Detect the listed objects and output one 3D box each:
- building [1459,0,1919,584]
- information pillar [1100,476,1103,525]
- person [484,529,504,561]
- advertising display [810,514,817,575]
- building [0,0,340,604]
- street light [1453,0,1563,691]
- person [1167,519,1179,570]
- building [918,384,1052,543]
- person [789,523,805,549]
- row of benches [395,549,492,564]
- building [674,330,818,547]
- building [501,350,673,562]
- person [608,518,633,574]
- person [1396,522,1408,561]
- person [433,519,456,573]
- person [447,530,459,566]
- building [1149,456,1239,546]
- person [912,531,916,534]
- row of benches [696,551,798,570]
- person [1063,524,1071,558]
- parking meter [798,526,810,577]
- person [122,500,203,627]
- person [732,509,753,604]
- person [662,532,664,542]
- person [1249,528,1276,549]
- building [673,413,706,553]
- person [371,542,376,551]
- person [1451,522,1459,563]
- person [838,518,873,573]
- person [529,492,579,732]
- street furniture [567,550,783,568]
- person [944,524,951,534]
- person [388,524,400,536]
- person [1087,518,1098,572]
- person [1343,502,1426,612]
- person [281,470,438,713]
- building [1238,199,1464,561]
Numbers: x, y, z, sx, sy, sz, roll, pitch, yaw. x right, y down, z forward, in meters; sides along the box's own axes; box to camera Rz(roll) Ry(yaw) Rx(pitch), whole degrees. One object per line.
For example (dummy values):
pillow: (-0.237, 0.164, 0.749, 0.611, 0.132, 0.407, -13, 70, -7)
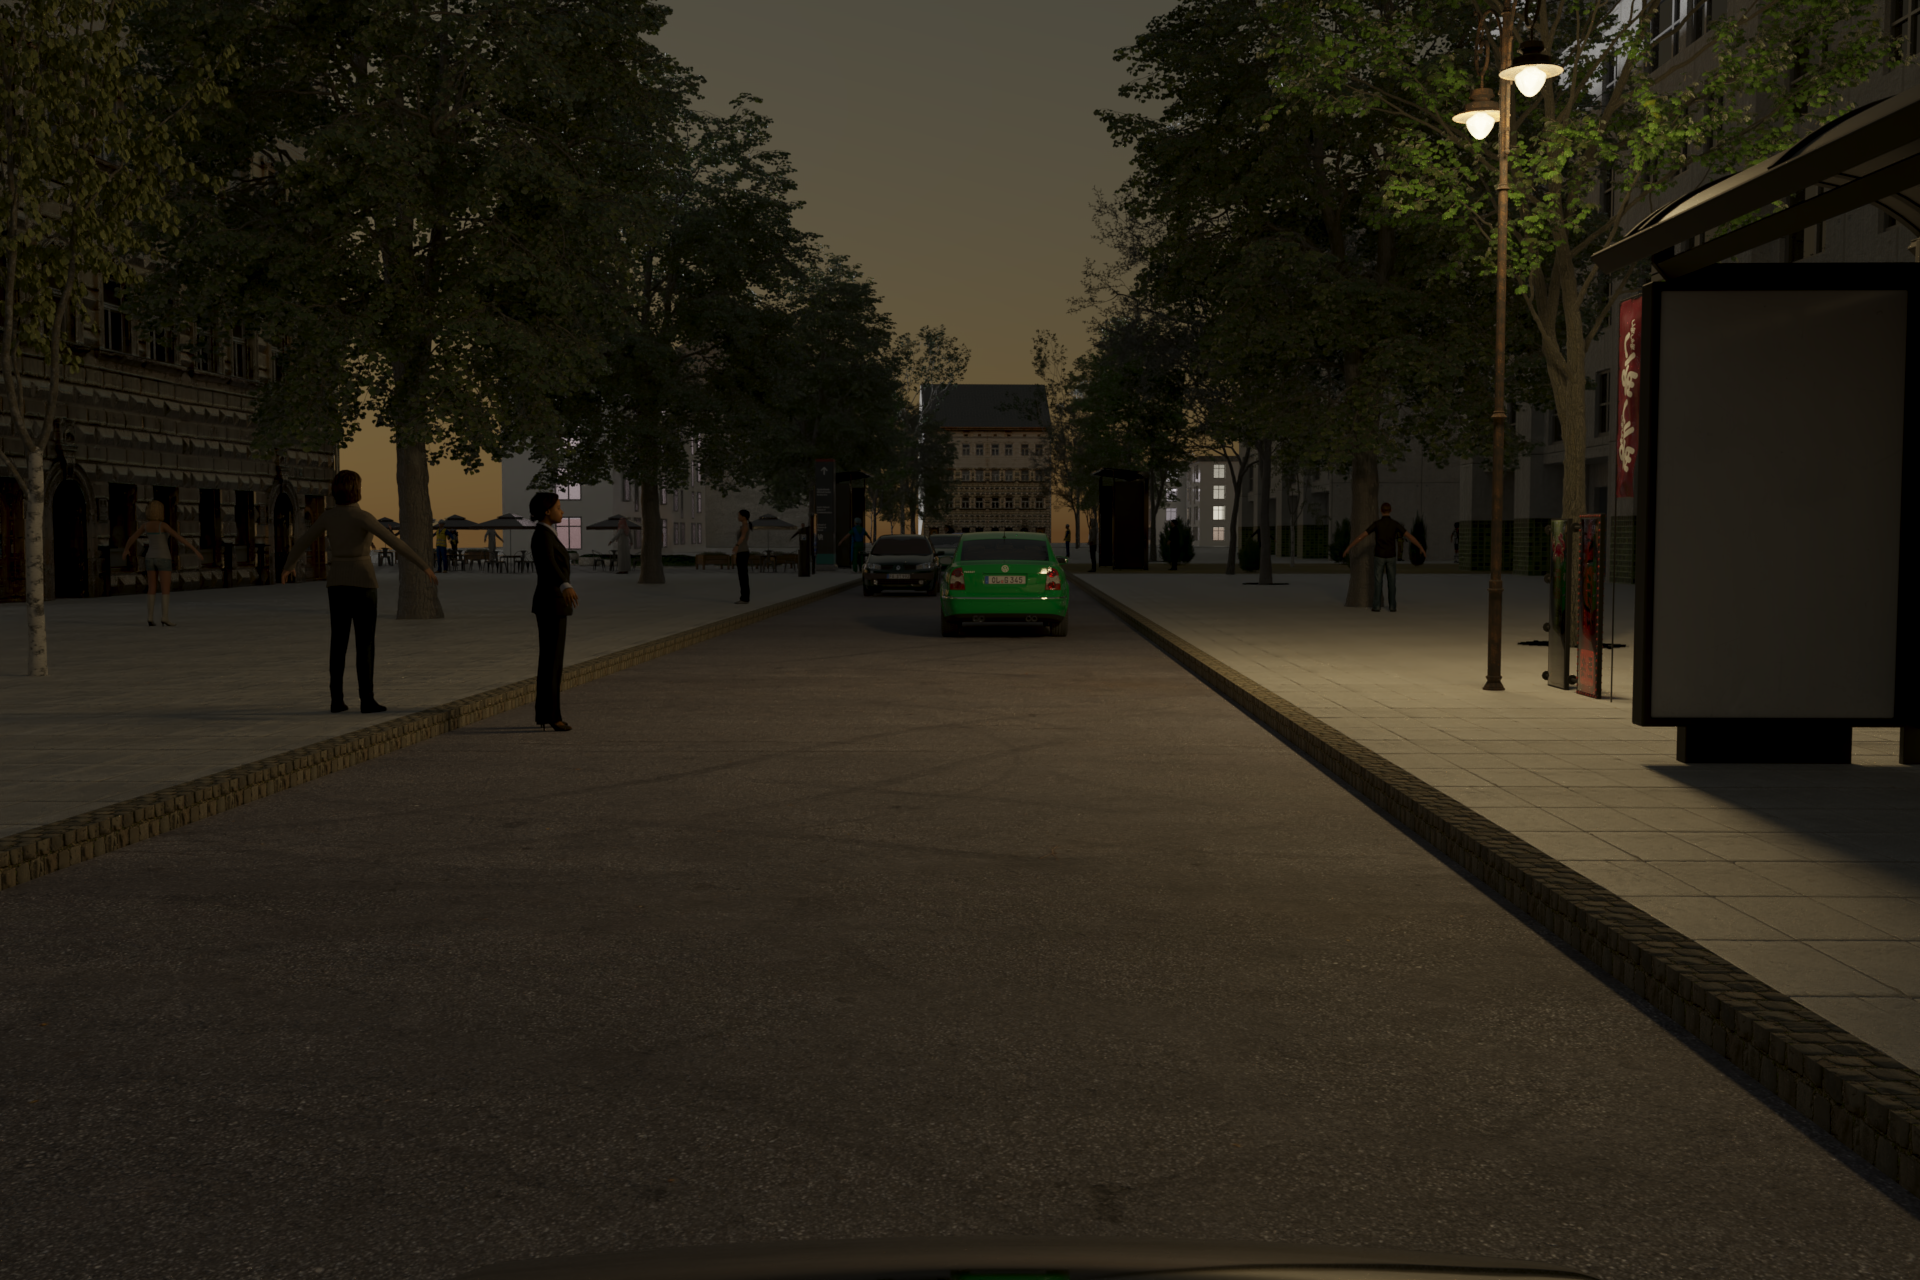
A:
building: (25.536, -10.916, 44.931, 16.747, 18.905, 31.486, 0, 4, 2)
information pillar: (5.720, -4.821, 70.170, 0.183, 3.616, 0.504, 0, 4, 2)
person: (-20.491, -4.266, 75.941, 0.705, 1.806, 1.347, 1, 4, 21)
advertising display: (-4.658, -3.057, 55.196, 0.123, 1.923, 0.974, 0, 4, 1)
building: (-26.577, -12.700, 38.578, 19.493, 23.208, 18.063, 0, 4, 1)
street light: (4.392, -2.525, 14.071, 0.468, 5.910, 1.993, 0, 4, 2)
person: (7.527, -3.362, 61.154, 0.705, 1.806, 1.347, 1, 4, 15)
building: (3.305, -25.607, 252.062, 18.063, 23.208, 19.493, 0, 4, -3)
person: (-7.512, -4.695, 82.908, 1.346, 1.812, 0.704, 0, 4, -7)
row of benches: (-21.988, -3.583, 74.046, 4.104, 0.672, 1.422, 0, 4, -7)
building: (-22.196, -21.288, 178.981, 19.493, 23.208, 18.063, 0, 4, 2)
building: (-19.654, -9.171, 92.097, 9.099, 9.664, 28.070, 0, 4, 2)
person: (-10.858, -3.031, 55.711, 0.704, 1.811, 1.347, 1, 4, 22)
person: (20.805, -4.643, 81.677, 0.705, 1.858, 1.354, 0, 4, -3)
person: (-17.115, -3.093, 57.032, 1.216, 1.772, 0.721, 1, 4, 19)
person: (-20.375, -3.920, 69.869, 0.705, 1.856, 1.354, -1, 4, -18)
building: (26.716, -15.749, 199.645, 9.099, 9.664, 28.070, 0, 4, 1)
person: (-2.615, -5.205, 94.361, 0.599, 1.433, 0.991, -1, 4, -13)
row of benches: (-7.813, -2.926, 63.310, 4.104, 0.672, 1.422, -2, 4, -34)
person: (5.840, -5.413, 94.474, 0.705, 1.833, 1.349, 1, 4, 11)
parking meter: (-4.665, -2.655, 51.827, 0.372, 1.533, 0.369, 0, 3, 0)
person: (-11.125, -1.072, 24.132, 1.214, 1.753, 0.721, 1, 4, 9)
person: (-4.066, -1.533, 31.882, 0.721, 1.737, 1.217, 0, 4, -1)
person: (-14.104, -4.586, 80.834, 0.705, 1.847, 1.347, -2, 4, -35)
person: (13.708, -4.433, 78.710, 1.346, 1.802, 0.704, -1, 4, -9)
building: (-23.080, -11.314, 127.123, 9.099, 9.664, 28.070, 0, 4, 2)
person: (-13.990, -2.106, 40.616, 0.705, 1.807, 1.348, -2, 4, -34)
person: (22.149, -4.334, 77.000, 0.704, 1.843, 1.345, -1, 4, -16)
person: (-3.402, -3.125, 57.225, 1.347, 1.817, 0.704, -3, 4, -37)
person: (-2.924, -0.215, 12.689, 0.721, 1.740, 1.216, -1, 4, -18)
street furniture: (-12.378, -3.332, 70.108, 10.072, 0.657, 5.734, 2, 4, 34)
person: (-0.561, -3.921, 72.494, 0.705, 1.837, 1.347, -1, 4, -14)
person: (-17.322, -2.868, 53.734, 0.445, 1.727, 0.742, 3, 5, 40)
person: (4.442, -3.188, 58.255, 0.705, 1.813, 1.348, 0, 4, 1)
person: (7.022, -1.370, 28.611, 1.348, 1.803, 0.705, 0, 4, 7)
person: (-4.351, -0.351, 12.501, 1.215, 1.744, 0.721, 1, 4, 10)
building: (26.332, -14.135, 97.566, 16.747, 18.905, 31.486, 0, 4, 1)
